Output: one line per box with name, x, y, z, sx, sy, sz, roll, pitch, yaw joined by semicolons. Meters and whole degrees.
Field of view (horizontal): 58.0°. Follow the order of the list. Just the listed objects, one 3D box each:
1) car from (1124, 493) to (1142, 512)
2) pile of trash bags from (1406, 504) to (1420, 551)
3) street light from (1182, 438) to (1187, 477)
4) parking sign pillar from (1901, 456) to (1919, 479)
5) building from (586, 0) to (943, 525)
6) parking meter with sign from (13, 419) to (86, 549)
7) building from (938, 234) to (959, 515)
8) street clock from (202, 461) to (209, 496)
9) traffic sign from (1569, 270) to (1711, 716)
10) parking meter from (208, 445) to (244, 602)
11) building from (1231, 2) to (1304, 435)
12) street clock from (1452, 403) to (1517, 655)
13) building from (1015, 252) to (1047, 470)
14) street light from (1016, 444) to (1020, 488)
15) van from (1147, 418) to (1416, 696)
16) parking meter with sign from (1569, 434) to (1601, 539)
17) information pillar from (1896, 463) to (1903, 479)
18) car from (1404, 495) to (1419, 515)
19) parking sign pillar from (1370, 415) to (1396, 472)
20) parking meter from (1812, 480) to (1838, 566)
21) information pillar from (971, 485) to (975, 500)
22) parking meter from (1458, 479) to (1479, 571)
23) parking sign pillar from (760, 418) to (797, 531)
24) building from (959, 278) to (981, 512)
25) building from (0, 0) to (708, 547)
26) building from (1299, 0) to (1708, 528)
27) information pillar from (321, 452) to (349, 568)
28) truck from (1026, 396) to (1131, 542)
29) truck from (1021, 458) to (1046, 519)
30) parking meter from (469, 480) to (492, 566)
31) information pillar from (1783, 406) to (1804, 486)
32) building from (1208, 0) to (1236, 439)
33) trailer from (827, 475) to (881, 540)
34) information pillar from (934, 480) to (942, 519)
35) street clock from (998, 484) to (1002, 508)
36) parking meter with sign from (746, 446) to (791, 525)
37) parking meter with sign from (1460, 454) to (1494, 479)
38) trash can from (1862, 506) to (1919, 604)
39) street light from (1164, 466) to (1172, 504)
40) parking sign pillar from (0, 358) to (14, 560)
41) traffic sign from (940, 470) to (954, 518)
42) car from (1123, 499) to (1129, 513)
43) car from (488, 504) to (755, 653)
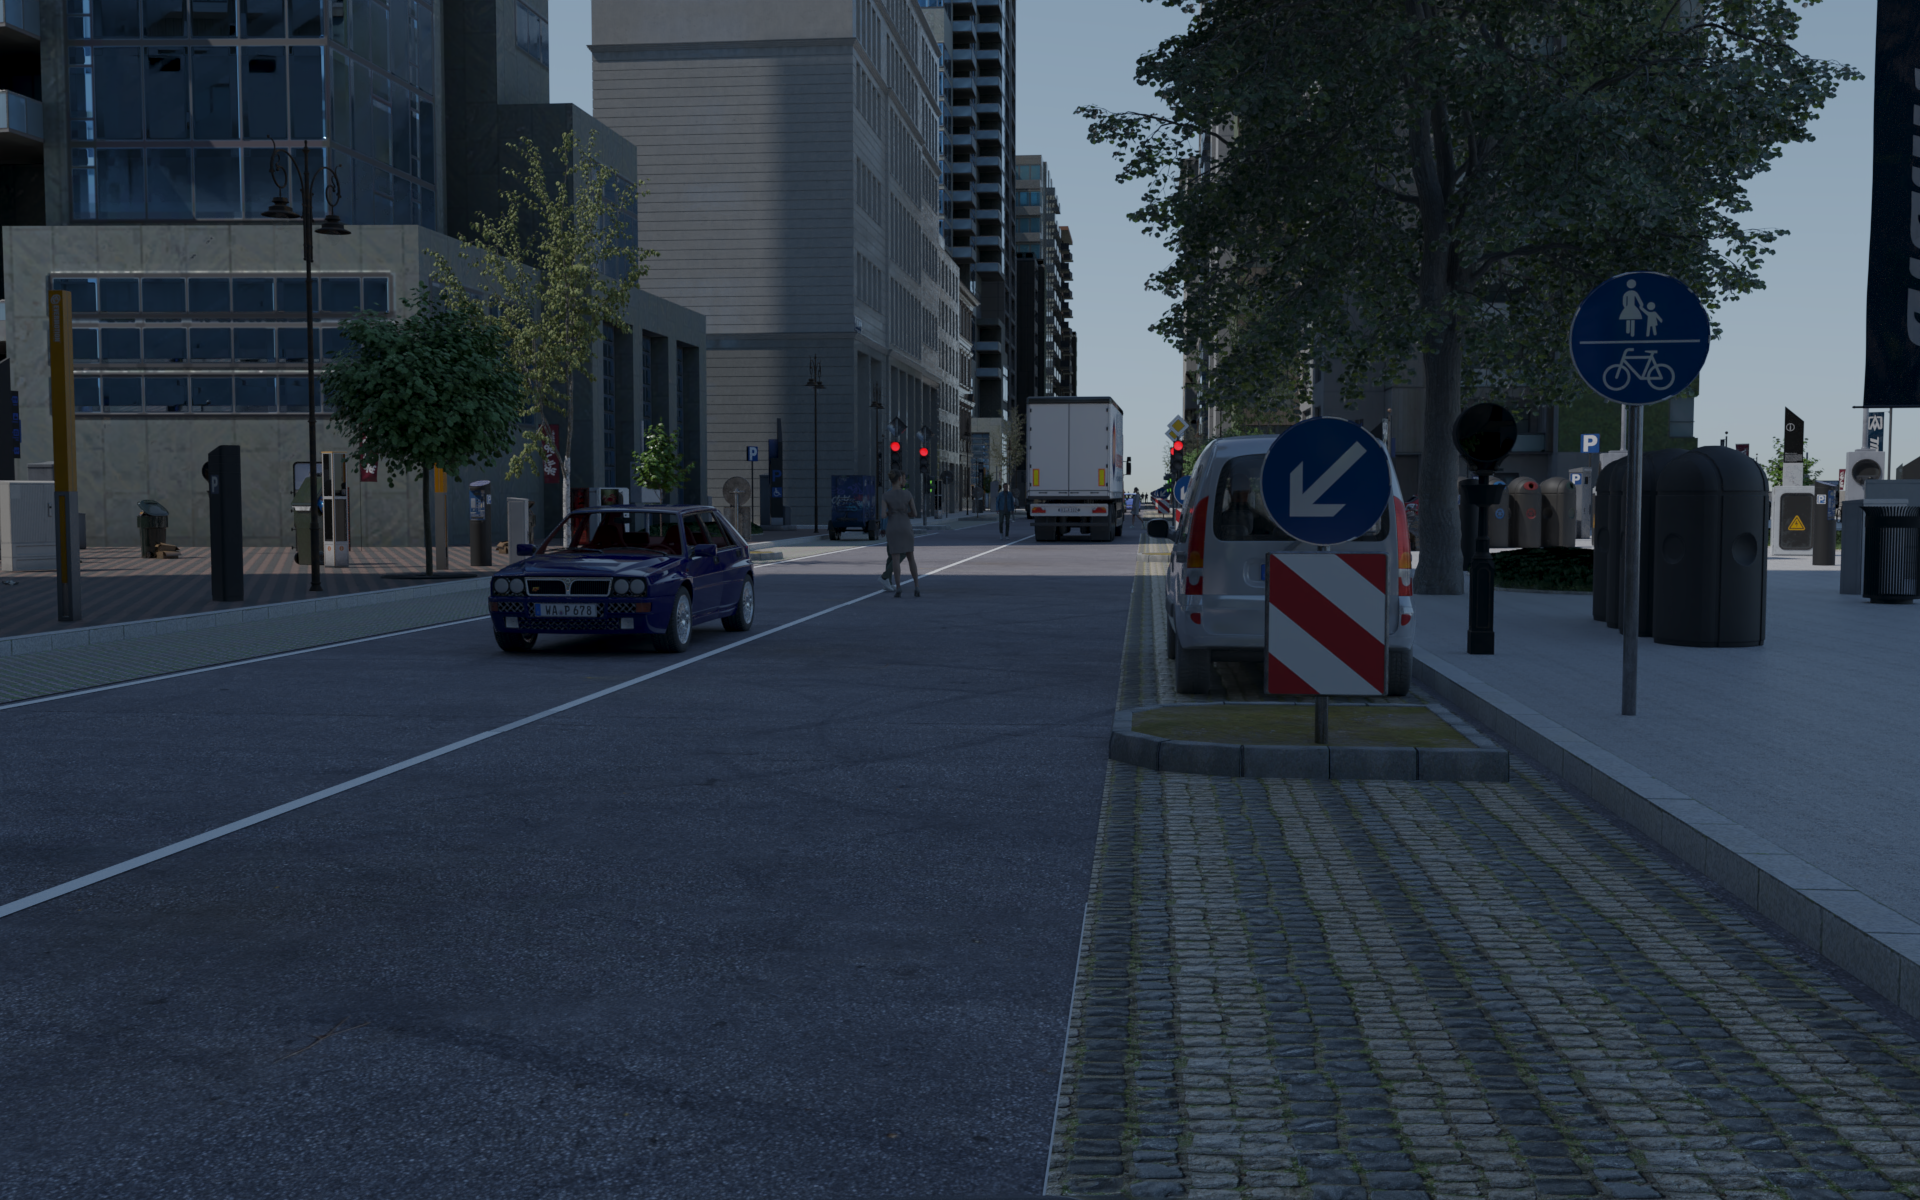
car;13.669;-7.938;139.377;1.945;1.707;3.694;0;4;5
pile of trash bags;8.889;-1.793;39.075;3.447;1.369;1.912;-2;4;-27
street light;19.273;-10.840;150.020;0.468;5.910;1.993;0;4;6
parking sign pillar;62.739;-7.683;114.085;1.447;3.967;1.447;1;4;15
building;-8.133;-18.861;85.865;11.434;29.767;29.804;0;4;6
parking meter with sign;-21.185;-2.685;40.158;1.738;3.016;0.543;0;4;7
building;-6.112;-15.572;109.359;10.420;20.320;16.860;0;4;6
street clock;-15.990;-1.996;37.203;0.471;2.002;0.358;0;4;1
traffic sign;3.886;-0.604;9.984;0.768;2.556;0.104;1;4;11
parking meter;-8.819;-0.923;20.804;0.399;1.863;0.255;3;5;44
building;22.707;-20.063;99.732;14.160;30.474;14.107;0;4;6
street clock;4.183;-0.568;13.857;0.471;2.002;0.358;0;4;8
building;2.854;-26.507;205.091;14.160;30.474;14.107;0;4;6
street light;4.772;-10.648;146.884;0.468;5.910;1.993;0;4;6
van;2.489;-0.406;13.654;2.013;2.044;4.112;0;4;5
parking meter with sign;17.753;-3.266;49.661;0.543;3.016;1.738;3;5;40
information pillar;70.988;-8.537;130.931;0.504;3.616;0.183;0;4;-2
car;18.733;-3.417;64.907;4.494;1.783;2.155;0;4;6
parking sign pillar;14.422;-4.369;59.904;1.447;3.967;1.447;-3;4;-38
parking meter;15.528;-1.387;31.094;0.372;1.533;0.369;0;3;0
information pillar;1.051;-8.540;144.126;0.304;2.012;0.304;0;4;-3
parking meter;8.501;-1.254;28.922;0.372;1.533;0.369;0;3;0
parking sign pillar;-6.465;-4.430;60.902;1.447;3.967;1.447;-1;4;-8
building;-4.645;-16.072;127.410;10.561;19.102;19.286;0;4;6
building;-25.774;-45.152;50.908;31.000;86.520;22.319;0;4;6
building;21.974;-23.781;72.421;14.086;41.232;14.154;0;4;6
information pillar;-10.870;-1.569;30.147;0.304;2.012;0.304;2;4;34
truck;3.875;-4.059;55.277;2.839;4.237;11.283;0;4;8
truck;5.329;-6.948;102.508;2.839;4.237;11.283;0;4;6
parking meter;-8.531;-1.371;30.819;0.372;1.533;0.369;0;3;0
information pillar;22.182;-3.352;46.161;0.504;3.616;0.183;1;4;18
building;29.068;-35.808;127.467;21.231;58.520;28.212;0;4;6
trailer;-3.324;-2.796;52.756;1.471;1.999;3.904;0;4;5
information pillar;-1.125;-5.193;89.392;0.304;2.012;0.304;-3;5;-41
street clock;3.005;-8.316;140.535;0.358;2.002;0.471;-3;4;-36
parking meter with sign;-6.886;-4.065;62.719;1.738;3.016;0.543;2;4;34
parking meter with sign;17.210;-3.714;56.984;1.738;3.016;0.543;-3;4;-37
trash can;10.959;-0.531;20.341;0.748;1.137;0.748;0;3;0
street light;32.036;-18.013;267.298;0.468;5.910;1.993;0;4;6
parking sign pillar;-19.302;-2.778;33.898;1.447;3.967;1.447;3;5;40
traffic sign;-0.714;-5.678;92.939;0.768;2.556;0.104;1;4;15
car;11.989;-7.488;134.221;2.131;1.459;4.920;0;4;7
car;-3.200;-0.265;16.914;1.945;1.354;3.894;0;4;6
